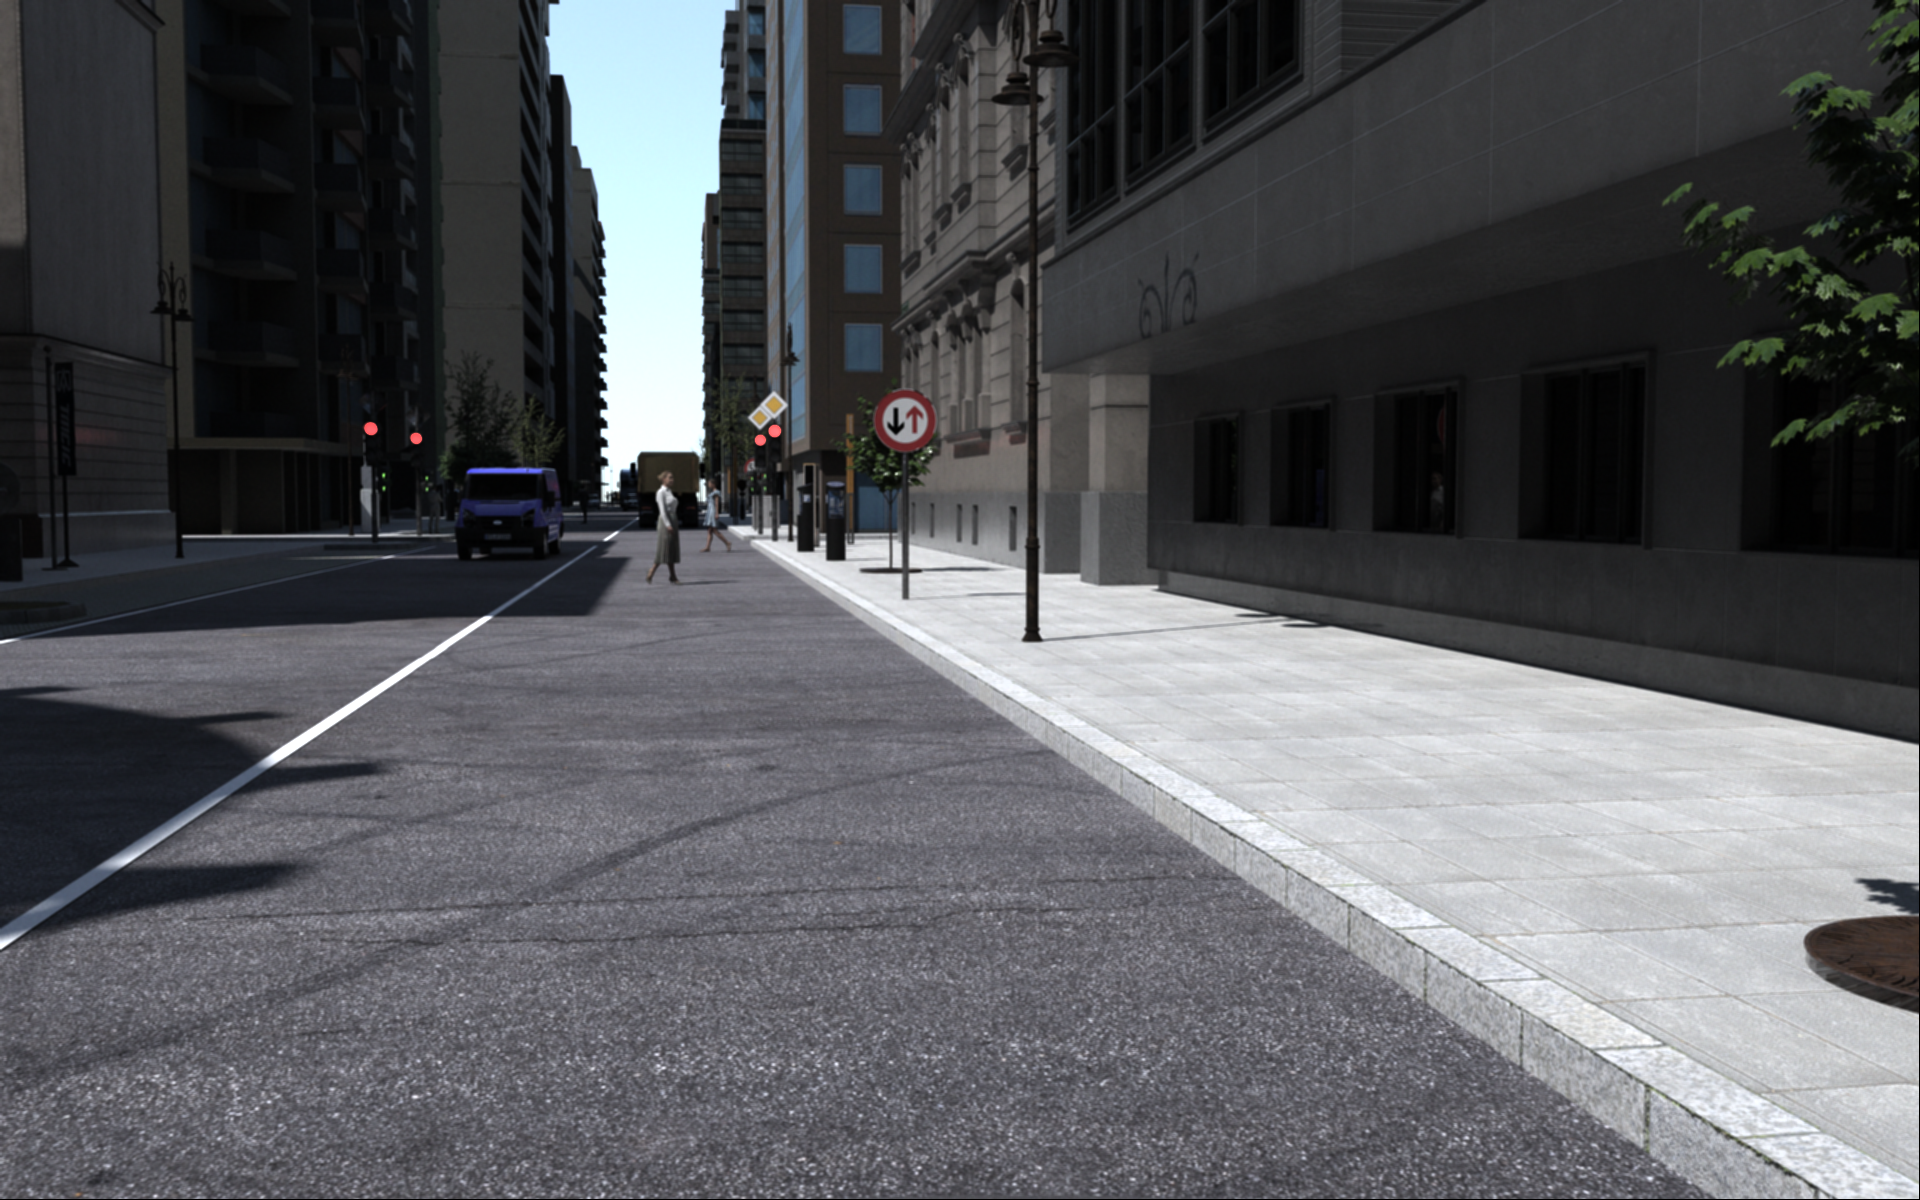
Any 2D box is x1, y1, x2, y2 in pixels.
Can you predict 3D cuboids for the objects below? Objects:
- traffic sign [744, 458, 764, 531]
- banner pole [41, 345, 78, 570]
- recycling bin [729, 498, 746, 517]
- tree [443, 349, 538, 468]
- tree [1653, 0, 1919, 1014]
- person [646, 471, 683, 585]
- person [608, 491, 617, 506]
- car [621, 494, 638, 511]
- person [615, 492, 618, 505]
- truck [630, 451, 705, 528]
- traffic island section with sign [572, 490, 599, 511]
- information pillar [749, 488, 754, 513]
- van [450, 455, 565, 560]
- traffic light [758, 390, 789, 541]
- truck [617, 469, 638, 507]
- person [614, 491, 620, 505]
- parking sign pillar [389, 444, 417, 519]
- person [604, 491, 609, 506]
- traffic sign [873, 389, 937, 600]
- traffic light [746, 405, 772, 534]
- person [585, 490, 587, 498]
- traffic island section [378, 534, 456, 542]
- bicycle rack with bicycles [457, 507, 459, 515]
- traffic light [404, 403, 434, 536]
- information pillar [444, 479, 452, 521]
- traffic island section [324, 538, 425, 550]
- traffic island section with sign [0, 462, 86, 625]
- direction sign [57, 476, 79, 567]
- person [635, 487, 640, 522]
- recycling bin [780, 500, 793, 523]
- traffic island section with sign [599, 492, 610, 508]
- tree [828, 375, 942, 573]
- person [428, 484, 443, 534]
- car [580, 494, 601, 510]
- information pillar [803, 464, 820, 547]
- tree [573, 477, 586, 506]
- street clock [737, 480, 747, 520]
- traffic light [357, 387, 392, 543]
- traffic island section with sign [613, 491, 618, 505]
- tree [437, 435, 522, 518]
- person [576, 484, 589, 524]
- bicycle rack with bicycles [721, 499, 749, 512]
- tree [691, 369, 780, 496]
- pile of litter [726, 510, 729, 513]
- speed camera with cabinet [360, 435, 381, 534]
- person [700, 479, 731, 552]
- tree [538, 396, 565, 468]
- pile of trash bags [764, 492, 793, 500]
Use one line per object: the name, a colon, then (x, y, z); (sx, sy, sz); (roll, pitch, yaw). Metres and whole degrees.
traffic sign: (-7.149, -3.694, 60.506); (0.768, 2.556, 0.104); (0, 4, -2)
banner pole: (-15.102, -2.388, 29.066); (0.863, 3.779, 0.401); (2, 4, 27)
recycling bin: (-12.734, -5.298, 99.177); (0.722, 1.027, 0.722); (-3, 4, -37)
tree: (-24.330, -8.417, 87.973); (4.737, 8.622, 4.395); (0, 3, 0)
tree: (2.658, -0.603, 4.467); (1.663, 3.219, 1.824); (0, 3, 0)
person: (-4.698, -1.144, 27.427); (0.641, 1.798, 0.478); (2, 4, 25)
person: (-39.875, -11.623, 198.514); (1.348, 1.826, 0.705); (-2, 4, -31)
car: (-27.209, -8.243, 144.567); (2.009, 1.686, 4.222); (0, 4, -8)
person: (-45.643, -13.531, 230.658); (0.541, 1.710, 0.530); (-1, 4, -20)
truck: (-13.057, -4.990, 77.511); (3.469, 3.379, 9.791); (-1, 4, -10)
traffic island section with sign: (-32.585, -8.647, 150.000); (1.989, 1.847, 2.006); (-1, 4, -9)
information pillar: (-14.444, -7.069, 120.076); (0.304, 2.012, 0.304); (2, 4, 26)
van: (-10.243, -2.150, 39.543); (2.240, 2.365, 5.245); (0, 4, -8)
traffic light: (-5.056, -3.554, 47.023); (0.839, 4.253, 0.868); (-1, 4, -9)
truck: (-36.348, -12.377, 192.120); (2.967, 4.110, 18.799); (-1, 4, -10)
person: (-43.295, -12.914, 219.732); (0.705, 1.812, 1.348); (3, 5, 41)
parking sign pillar: (-28.882, -6.199, 89.826); (1.447, 3.967, 1.447); (0, 4, -4)
person: (-41.187, -11.784, 201.693); (0.750, 1.759, 0.617); (0, 4, 1)
traffic sign: (-0.662, -1.280, 21.026); (0.768, 2.556, 0.104); (0, 4, -1)
traffic light: (-6.353, -4.036, 54.902); (0.839, 4.253, 0.868); (-1, 4, -9)
person: (-31.024, -8.231, 143.803); (0.721, 1.735, 1.217); (0, 4, 8)
traffic island section: (-16.665, -1.899, 53.330); (2.009, 0.180, 2.903); (-1, 4, -9)
bicycle rack with bicycles: (-33.118, -6.520, 119.987); (2.925, 0.926, 2.852); (3, 4, 36)
traffic light: (-16.624, -3.932, 53.202); (0.839, 4.253, 0.868); (-1, 4, -9)
information pillar: (-24.569, -4.815, 83.220); (0.304, 2.012, 0.304); (-2, 4, -34)
traffic island section: (-15.368, -1.417, 45.451); (2.009, 0.180, 2.903); (-1, 4, -9)
traffic island section with sign: (-11.125, -0.671, 19.591); (1.989, 1.847, 2.006); (-1, 4, -9)
direction sign: (-15.737, -2.350, 30.426); (0.379, 3.537, 0.876); (-2, 4, -34)
person: (-16.226, -4.875, 88.182); (0.580, 1.828, 0.573); (0, 4, 2)
recycling bin: (-7.660, -3.898, 76.286); (0.722, 1.027, 0.722); (1, 4, 13)
traffic island section with sign: (-37.069, -10.309, 177.176); (1.989, 1.847, 2.006); (-1, 4, -9)
tree: (-1.025, -2.062, 28.321); (1.663, 3.219, 1.824); (0, 3, 0)
person: (-18.551, -3.216, 61.261); (0.511, 1.800, 0.466); (0, 4, 5)
car: (-33.561, -8.889, 157.340); (2.014, 1.417, 4.499); (-1, 4, -11)
information pillar: (-3.592, -2.291, 41.944); (0.304, 2.012, 0.304); (1, 4, 16)
tree: (-43.045, -12.203, 194.126); (1.663, 3.219, 1.824); (0, 3, 0)
street clock: (-10.859, -5.005, 86.398); (0.471, 2.002, 0.358); (1, 4, 13)
traffic light: (-15.327, -3.450, 45.323); (0.839, 4.253, 0.868); (-1, 4, -9)
traffic island section with sign: (-46.318, -13.745, 233.354); (1.989, 1.847, 2.006); (-1, 4, -9)
tree: (-26.357, -6.689, 93.080); (4.285, 4.588, 4.351); (0, 3, 0)
person: (-18.339, -4.667, 84.171); (0.474, 1.900, 0.648); (1, 4, 16)
bicycle rack with bicycles: (-16.323, -6.891, 126.054); (2.925, 0.926, 2.852); (-1, 4, -21)
tree: (-13.046, -9.309, 102.564); (4.737, 8.622, 4.395); (0, 3, 0)
pile of litter: (-15.231, -6.270, 116.478); (1.176, 0.858, 1.719); (1, 4, 17)
speed camera with cabinet: (-19.391, -3.834, 57.027); (0.660, 3.252, 2.038); (-1, 4, -16)
person: (-6.069, -2.099, 42.920); (0.778, 1.811, 0.616); (0, 4, -5)
tree: (-30.787, -10.653, 124.546); (4.737, 8.622, 4.395); (0, 3, 0)
pile of trash bags: (-8.367, -4.307, 80.179); (1.912, 1.369, 3.447); (1, 4, 11)
